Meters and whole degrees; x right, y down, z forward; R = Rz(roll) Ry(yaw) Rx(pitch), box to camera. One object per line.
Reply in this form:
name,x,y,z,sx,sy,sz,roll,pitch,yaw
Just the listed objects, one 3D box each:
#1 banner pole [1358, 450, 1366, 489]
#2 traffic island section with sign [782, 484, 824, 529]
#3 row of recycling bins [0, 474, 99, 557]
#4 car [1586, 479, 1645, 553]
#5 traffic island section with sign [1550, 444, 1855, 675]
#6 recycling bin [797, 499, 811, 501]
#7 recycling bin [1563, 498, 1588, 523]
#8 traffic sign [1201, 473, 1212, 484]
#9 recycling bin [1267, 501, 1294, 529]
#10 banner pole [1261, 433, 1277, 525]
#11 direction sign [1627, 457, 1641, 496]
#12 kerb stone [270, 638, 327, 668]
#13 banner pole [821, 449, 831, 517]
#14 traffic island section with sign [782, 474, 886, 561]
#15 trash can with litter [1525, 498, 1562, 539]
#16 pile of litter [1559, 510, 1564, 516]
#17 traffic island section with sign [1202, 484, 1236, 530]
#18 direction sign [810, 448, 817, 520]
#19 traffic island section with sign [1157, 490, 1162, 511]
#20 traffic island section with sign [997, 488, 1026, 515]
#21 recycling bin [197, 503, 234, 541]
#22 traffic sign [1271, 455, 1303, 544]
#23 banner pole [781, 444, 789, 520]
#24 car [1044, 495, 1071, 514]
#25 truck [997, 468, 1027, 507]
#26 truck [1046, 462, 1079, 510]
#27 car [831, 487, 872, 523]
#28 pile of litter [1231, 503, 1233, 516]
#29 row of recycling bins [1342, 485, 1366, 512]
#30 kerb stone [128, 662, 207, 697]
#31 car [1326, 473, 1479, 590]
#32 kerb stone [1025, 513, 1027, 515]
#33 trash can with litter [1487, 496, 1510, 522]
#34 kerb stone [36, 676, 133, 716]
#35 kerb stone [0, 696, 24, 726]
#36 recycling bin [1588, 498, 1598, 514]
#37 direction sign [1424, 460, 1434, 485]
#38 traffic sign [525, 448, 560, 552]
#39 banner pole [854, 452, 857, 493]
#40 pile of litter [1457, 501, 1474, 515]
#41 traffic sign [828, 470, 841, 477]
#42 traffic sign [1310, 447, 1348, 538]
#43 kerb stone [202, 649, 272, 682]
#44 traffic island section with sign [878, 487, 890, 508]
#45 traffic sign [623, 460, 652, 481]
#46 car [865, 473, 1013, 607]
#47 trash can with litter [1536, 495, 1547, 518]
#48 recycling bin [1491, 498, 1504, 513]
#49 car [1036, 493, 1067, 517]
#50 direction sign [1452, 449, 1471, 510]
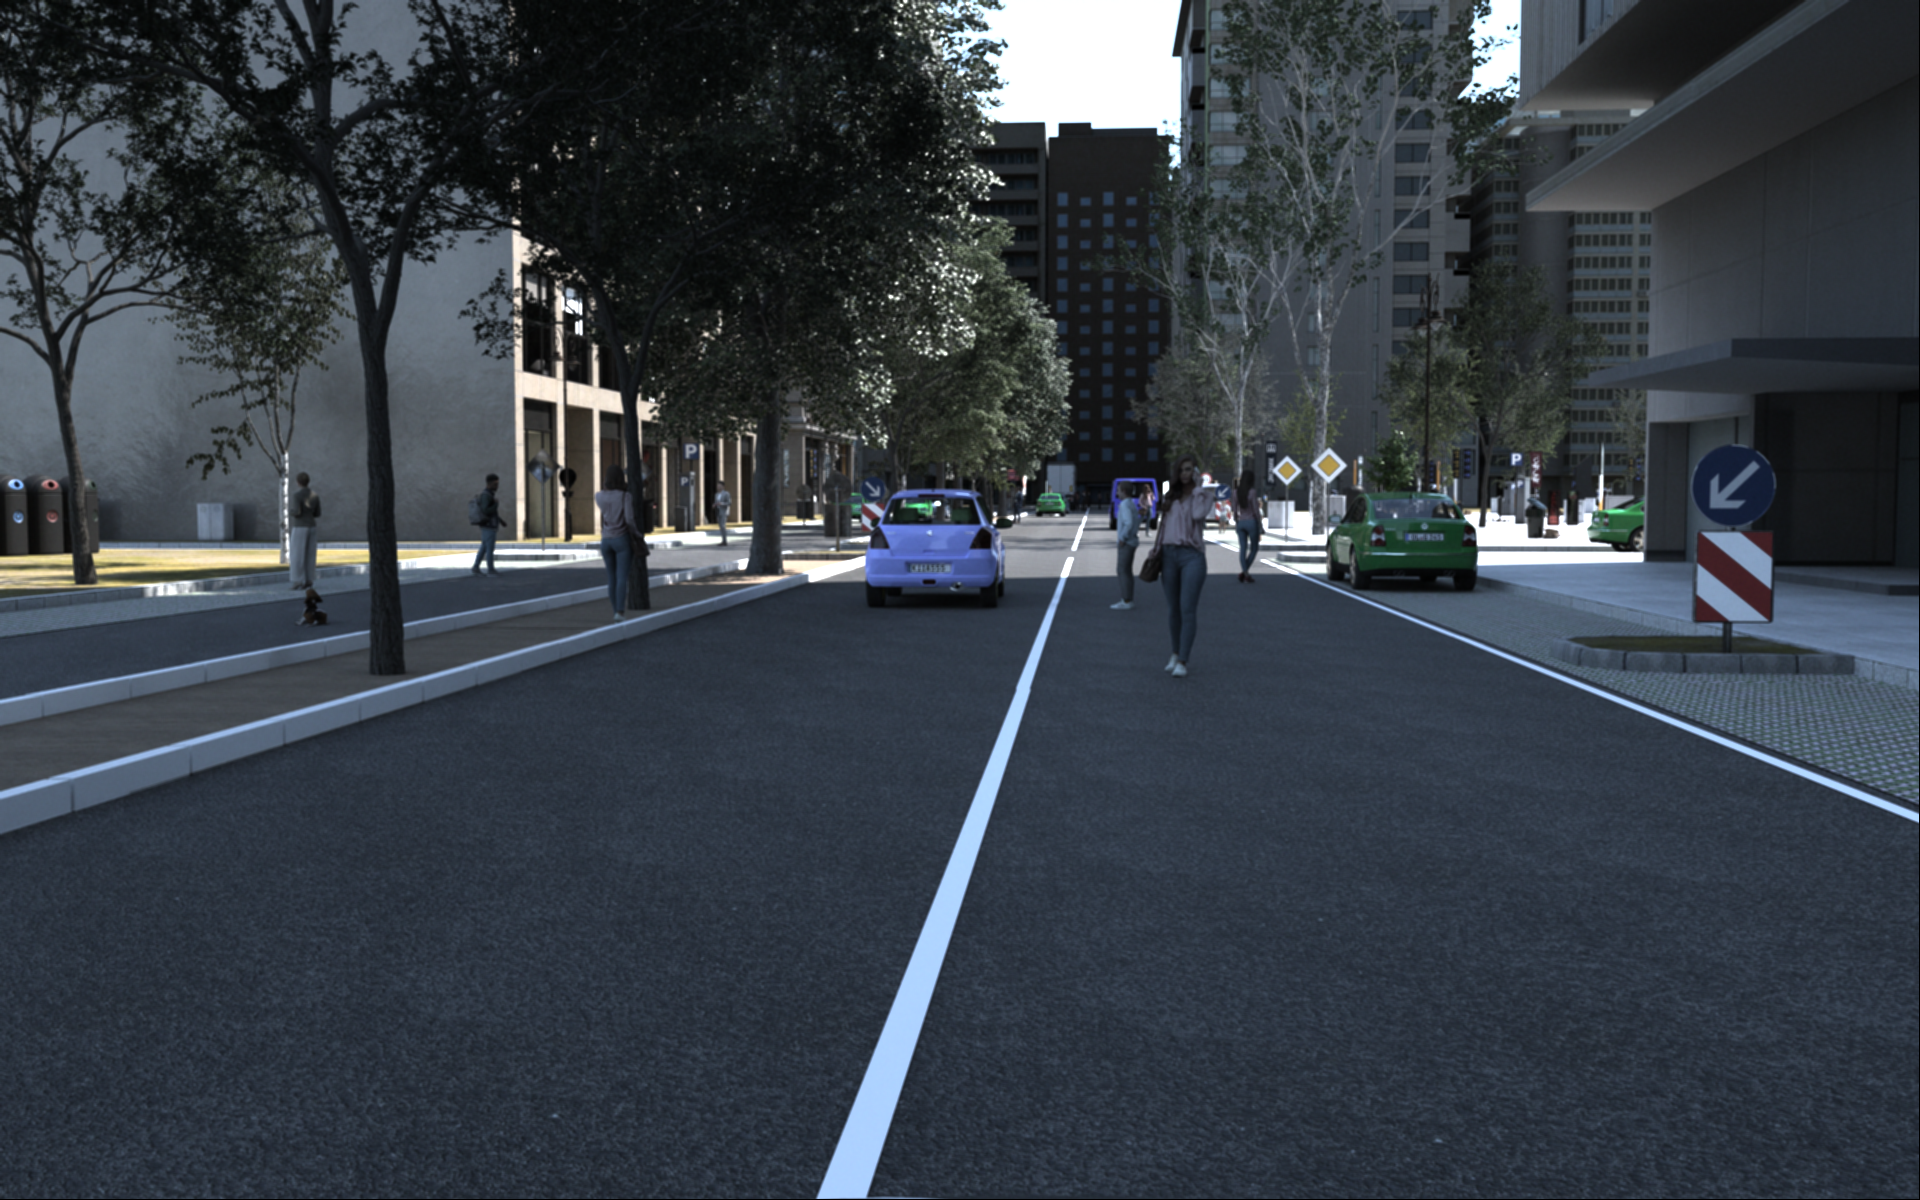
banner pole,22.716,-6.597,97.883,0.863,3.779,0.401,-3,5,-42
traffic island section with sign,-6.385,-3.799,70.741,1.989,1.847,2.006,0,4,4
row of recycling bins,-19.623,-1.782,36.241,1.069,1.692,3.534,1,4,18
car,17.415,-1.977,41.126,4.718,1.807,1.959,0,4,6
traffic island section with sign,6.144,-0.369,14.657,1.989,1.847,2.006,0,4,4
recycling bin,-8.088,-4.780,90.714,0.722,1.027,0.722,-1,4,-20
recycling bin,27.479,-3.972,77.491,0.722,1.027,0.722,0,4,-1
traffic sign,14.733,-6.353,103.977,0.768,2.556,0.104,1,4,8
recycling bin,11.795,-3.126,63.659,0.722,1.027,0.722,-3,5,-41
banner pole,12.664,-4.976,71.371,0.863,3.779,0.401,-1,4,-10
direction sign,41.399,-6.998,106.420,0.876,3.537,0.379,-1,4,-13
kerb stone,-5.649,0.463,14.633,0.120,0.150,1.000,0,4,4
banner pole,-7.440,-6.478,95.930,0.863,3.779,0.401,3,5,40
traffic island section with sign,-2.775,-1.827,38.013,2.006,1.907,1.989,0,4,4
trash can with litter,16.834,-2.357,49.916,0.624,1.170,1.055,-3,5,-41
pile of litter,35.668,-5.391,102.113,1.719,0.858,1.176,0,4,7
traffic island section with sign,10.383,-3.719,69.441,1.989,1.847,2.006,0,4,4
direction sign,-7.186,-5.670,84.698,0.379,3.537,0.876,1,4,15
traffic island section with sign,16.323,-8.425,146.369,1.989,1.847,2.006,0,4,4
traffic island section with sign,3.585,-6.861,120.314,2.006,1.907,1.989,0,4,4
recycling bin,-20.377,-2.132,47.417,0.722,1.027,0.722,0,4,-2
traffic sign,8.455,-2.520,44.840,0.795,2.450,0.064,0,4,4
banner pole,-8.655,-5.841,85.521,0.401,3.779,0.863,-3,4,-37
car,7.067,-6.988,126.249,2.014,1.417,4.499,0,4,5
truck,5.740,-12.218,188.670,2.839,4.237,11.283,0,4,5
truck,9.356,-10.345,158.059,2.839,4.237,11.283,0,4,5
car,-5.393,-4.759,86.613,1.959,1.807,4.718,0,4,6
pile of litter,16.252,-5.453,103.127,1.719,0.858,1.176,-3,5,-41
row of recycling bins,17.610,-4.319,77.727,1.069,1.692,3.534,1,4,9
kerb stone,-5.807,0.590,12.595,0.120,0.150,1.000,0,4,4
car,6.834,-1.117,27.060,1.959,1.807,4.718,0,4,4
kerb stone,4.238,-5.688,115.193,0.120,0.150,1.000,0,4,4
trash can with litter,24.782,-4.207,79.841,1.678,1.210,2.233,1,4,19
kerb stone,-5.881,0.650,11.576,0.120,0.150,1.000,0,4,4
kerb stone,-5.955,0.715,10.557,0.120,0.150,1.000,0,4,4
recycling bin,41.410,-6.166,113.360,0.722,1.027,0.722,-2,4,-34
direction sign,31.570,-7.629,116.723,0.379,3.537,0.876,-2,4,-29
traffic sign,-9.203,-2.114,38.211,0.795,2.450,0.064,0,4,4
banner pole,-6.234,-6.969,103.953,0.401,3.779,0.863,-1,4,-12
pile of litter,30.708,-5.601,105.541,1.719,0.858,1.176,-2,4,-31
traffic sign,-6.691,-5.680,92.967,0.768,2.556,0.104,0,4,5
traffic sign,7.839,-2.033,36.879,0.795,2.450,0.064,0,4,4
kerb stone,-5.722,0.525,13.613,0.120,0.150,1.000,0,4,4
traffic island section with sign,-4.291,-5.455,97.813,1.989,1.847,2.006,0,4,4
traffic sign,-8.587,-2.601,46.172,0.795,2.450,0.064,0,4,4
car,-0.275,-0.835,23.239,1.945,1.707,3.694,0,4,3
trash can with litter,31.978,-5.135,95.006,2.233,1.210,1.678,1,4,16
recycling bin,36.151,-6.346,116.311,0.722,1.027,0.722,-3,5,-41
car,5.859,-6.271,111.326,1.959,1.807,4.718,0,4,5
direction sign,25.056,-5.785,86.574,0.876,3.537,0.379,1,4,21
